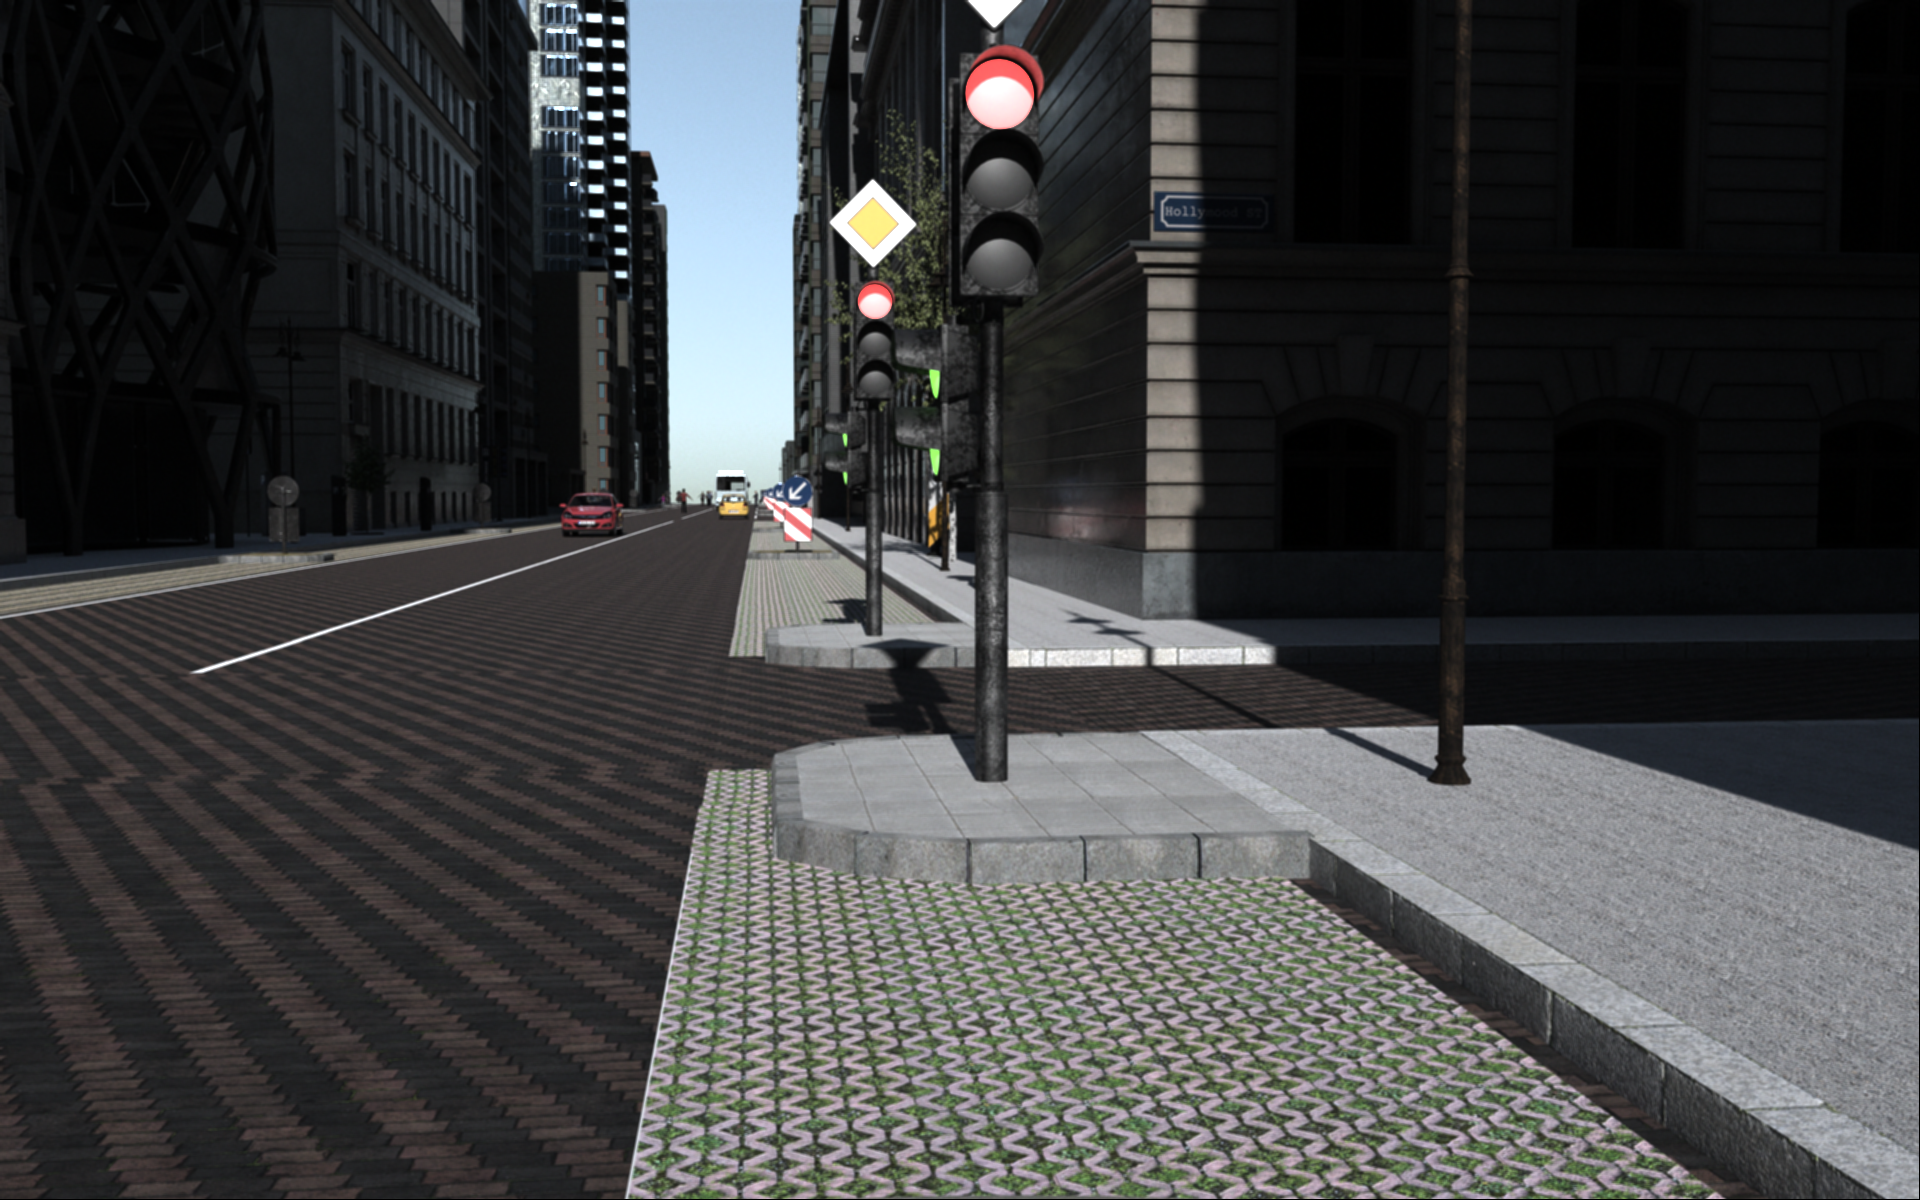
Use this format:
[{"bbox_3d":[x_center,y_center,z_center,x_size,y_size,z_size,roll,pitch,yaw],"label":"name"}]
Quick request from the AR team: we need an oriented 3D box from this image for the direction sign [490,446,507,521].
[{"bbox_3d":[-21.743,-5.484,81.667,0.876,3.537,0.379,-3,5,-44],"label":"direction sign"}]

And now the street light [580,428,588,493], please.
[{"bbox_3d":[-26.405,-9.127,122.013,0.468,5.910,1.993,0,4,-7],"label":"street light"}]

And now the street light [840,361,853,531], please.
[{"bbox_3d":[-3.867,-5.317,59.726,0.468,5.910,1.993,0,4,-7],"label":"street light"}]

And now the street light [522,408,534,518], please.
[{"bbox_3d":[-22.784,-7.261,91.497,0.468,5.910,1.993,0,4,-7],"label":"street light"}]

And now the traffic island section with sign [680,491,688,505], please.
[{"bbox_3d":[-35.842,-13.018,221.464,1.989,1.847,2.006,0,4,-7],"label":"traffic island section with sign"}]

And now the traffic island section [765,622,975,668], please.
[{"bbox_3d":[-0.757,0.402,15.712,2.009,0.180,2.903,0,4,-7],"label":"traffic island section"}]

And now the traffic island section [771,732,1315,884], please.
[{"bbox_3d":[0.163,0.887,7.779,2.009,0.180,2.903,0,4,-7],"label":"traffic island section"}]

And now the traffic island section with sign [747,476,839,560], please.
[{"bbox_3d":[-3.725,-1.822,38.422,1.989,1.847,2.006,0,4,-7],"label":"traffic island section with sign"}]

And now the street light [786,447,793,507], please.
[{"bbox_3d":[-16.214,-11.828,166.175,0.468,5.910,1.993,0,4,-7],"label":"street light"}]

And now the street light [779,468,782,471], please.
[{"bbox_3d":[-22.153,-15.002,218.065,0.468,5.910,1.993,0,4,-7],"label":"street light"}]

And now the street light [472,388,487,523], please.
[{"bbox_3d":[-20.925,-6.283,75.511,0.468,5.910,1.993,0,4,-7],"label":"street light"}]

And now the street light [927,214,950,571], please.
[{"bbox_3d":[-0.253,-3.426,28.808,0.468,5.910,1.993,0,4,-7],"label":"street light"}]

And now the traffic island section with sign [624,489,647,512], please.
[{"bbox_3d":[-26.461,-8.072,140.611,1.989,1.847,2.006,0,4,-7],"label":"traffic island section with sign"}]

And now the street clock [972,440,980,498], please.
[{"bbox_3d":[0.328,-1.148,23.345,0.471,2.002,0.358,-3,5,-42],"label":"street clock"}]

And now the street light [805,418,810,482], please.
[{"bbox_3d":[-9.180,-8.108,105.347,0.468,5.910,1.993,0,4,-7],"label":"street light"}]

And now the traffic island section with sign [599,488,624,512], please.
[{"bbox_3d":[-23.365,-6.435,113.834,1.989,1.847,2.006,0,4,-7],"label":"traffic island section with sign"}]

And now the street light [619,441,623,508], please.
[{"bbox_3d":[-29.822,-10.980,152.309,0.468,5.910,1.993,0,4,-7],"label":"street light"}]

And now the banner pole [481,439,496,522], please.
[{"bbox_3d":[-21.404,-5.423,78.689,0.401,3.779,0.863,2,4,29],"label":"banner pole"}]

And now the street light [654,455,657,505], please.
[{"bbox_3d":[-35.740,-14.114,203.553,0.468,5.910,1.993,0,4,-7],"label":"street light"}]

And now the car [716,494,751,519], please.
[{"bbox_3d":[-13.005,-5.461,99.515,2.015,1.641,3.980,0,4,-8],"label":"car"}]

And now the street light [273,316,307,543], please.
[{"bbox_3d":[-17.428,-4.427,45.170,0.468,5.910,1.993,0,4,-7],"label":"street light"}]

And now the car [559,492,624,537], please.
[{"bbox_3d":[-12.608,-3.086,59.502,2.155,1.783,4.494,0,4,-6],"label":"car"}]

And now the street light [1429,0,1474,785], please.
[{"bbox_3d":[2.182,-2.125,7.533,0.468,5.910,1.993,0,4,-7],"label":"street light"}]

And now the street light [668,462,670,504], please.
[{"bbox_3d":[-39.251,-15.966,233.838,0.468,5.910,1.993,0,4,-7],"label":"street light"}]

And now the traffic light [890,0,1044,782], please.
[{"bbox_3d":[0.122,-1.146,7.661,0.839,4.253,0.868,0,4,-7],"label":"traffic light"}]

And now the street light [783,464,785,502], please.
[{"bbox_3d":[-18.602,-13.089,186.790,0.468,5.910,1.993,0,4,-7],"label":"street light"}]

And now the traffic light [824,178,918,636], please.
[{"bbox_3d":[-0.798,-1.631,15.593,0.839,4.253,0.868,0,4,-7],"label":"traffic light"}]

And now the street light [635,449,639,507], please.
[{"bbox_3d":[-32.259,-12.257,173.186,0.468,5.910,1.993,0,4,-7],"label":"street light"}]

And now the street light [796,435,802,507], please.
[{"bbox_3d":[-12.622,-9.960,135.639,0.468,5.910,1.993,0,4,-7],"label":"street light"}]

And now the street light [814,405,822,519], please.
[{"bbox_3d":[-7.341,-7.170,90.015,0.468,5.910,1.993,0,4,-7],"label":"street light"}]

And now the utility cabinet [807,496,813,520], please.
[{"bbox_3d":[-7.391,-4.550,85.546,0.306,1.237,1.020,0,4,-6],"label":"utility cabinet"}]

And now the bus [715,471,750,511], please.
[{"bbox_3d":[-19.263,-9.273,146.471,2.948,3.499,13.247,0,4,-7],"label":"bus"}]

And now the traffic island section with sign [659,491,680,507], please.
[{"bbox_3d":[-32.676,-11.339,194.012,1.989,1.847,2.006,0,4,-7],"label":"traffic island section with sign"}]
